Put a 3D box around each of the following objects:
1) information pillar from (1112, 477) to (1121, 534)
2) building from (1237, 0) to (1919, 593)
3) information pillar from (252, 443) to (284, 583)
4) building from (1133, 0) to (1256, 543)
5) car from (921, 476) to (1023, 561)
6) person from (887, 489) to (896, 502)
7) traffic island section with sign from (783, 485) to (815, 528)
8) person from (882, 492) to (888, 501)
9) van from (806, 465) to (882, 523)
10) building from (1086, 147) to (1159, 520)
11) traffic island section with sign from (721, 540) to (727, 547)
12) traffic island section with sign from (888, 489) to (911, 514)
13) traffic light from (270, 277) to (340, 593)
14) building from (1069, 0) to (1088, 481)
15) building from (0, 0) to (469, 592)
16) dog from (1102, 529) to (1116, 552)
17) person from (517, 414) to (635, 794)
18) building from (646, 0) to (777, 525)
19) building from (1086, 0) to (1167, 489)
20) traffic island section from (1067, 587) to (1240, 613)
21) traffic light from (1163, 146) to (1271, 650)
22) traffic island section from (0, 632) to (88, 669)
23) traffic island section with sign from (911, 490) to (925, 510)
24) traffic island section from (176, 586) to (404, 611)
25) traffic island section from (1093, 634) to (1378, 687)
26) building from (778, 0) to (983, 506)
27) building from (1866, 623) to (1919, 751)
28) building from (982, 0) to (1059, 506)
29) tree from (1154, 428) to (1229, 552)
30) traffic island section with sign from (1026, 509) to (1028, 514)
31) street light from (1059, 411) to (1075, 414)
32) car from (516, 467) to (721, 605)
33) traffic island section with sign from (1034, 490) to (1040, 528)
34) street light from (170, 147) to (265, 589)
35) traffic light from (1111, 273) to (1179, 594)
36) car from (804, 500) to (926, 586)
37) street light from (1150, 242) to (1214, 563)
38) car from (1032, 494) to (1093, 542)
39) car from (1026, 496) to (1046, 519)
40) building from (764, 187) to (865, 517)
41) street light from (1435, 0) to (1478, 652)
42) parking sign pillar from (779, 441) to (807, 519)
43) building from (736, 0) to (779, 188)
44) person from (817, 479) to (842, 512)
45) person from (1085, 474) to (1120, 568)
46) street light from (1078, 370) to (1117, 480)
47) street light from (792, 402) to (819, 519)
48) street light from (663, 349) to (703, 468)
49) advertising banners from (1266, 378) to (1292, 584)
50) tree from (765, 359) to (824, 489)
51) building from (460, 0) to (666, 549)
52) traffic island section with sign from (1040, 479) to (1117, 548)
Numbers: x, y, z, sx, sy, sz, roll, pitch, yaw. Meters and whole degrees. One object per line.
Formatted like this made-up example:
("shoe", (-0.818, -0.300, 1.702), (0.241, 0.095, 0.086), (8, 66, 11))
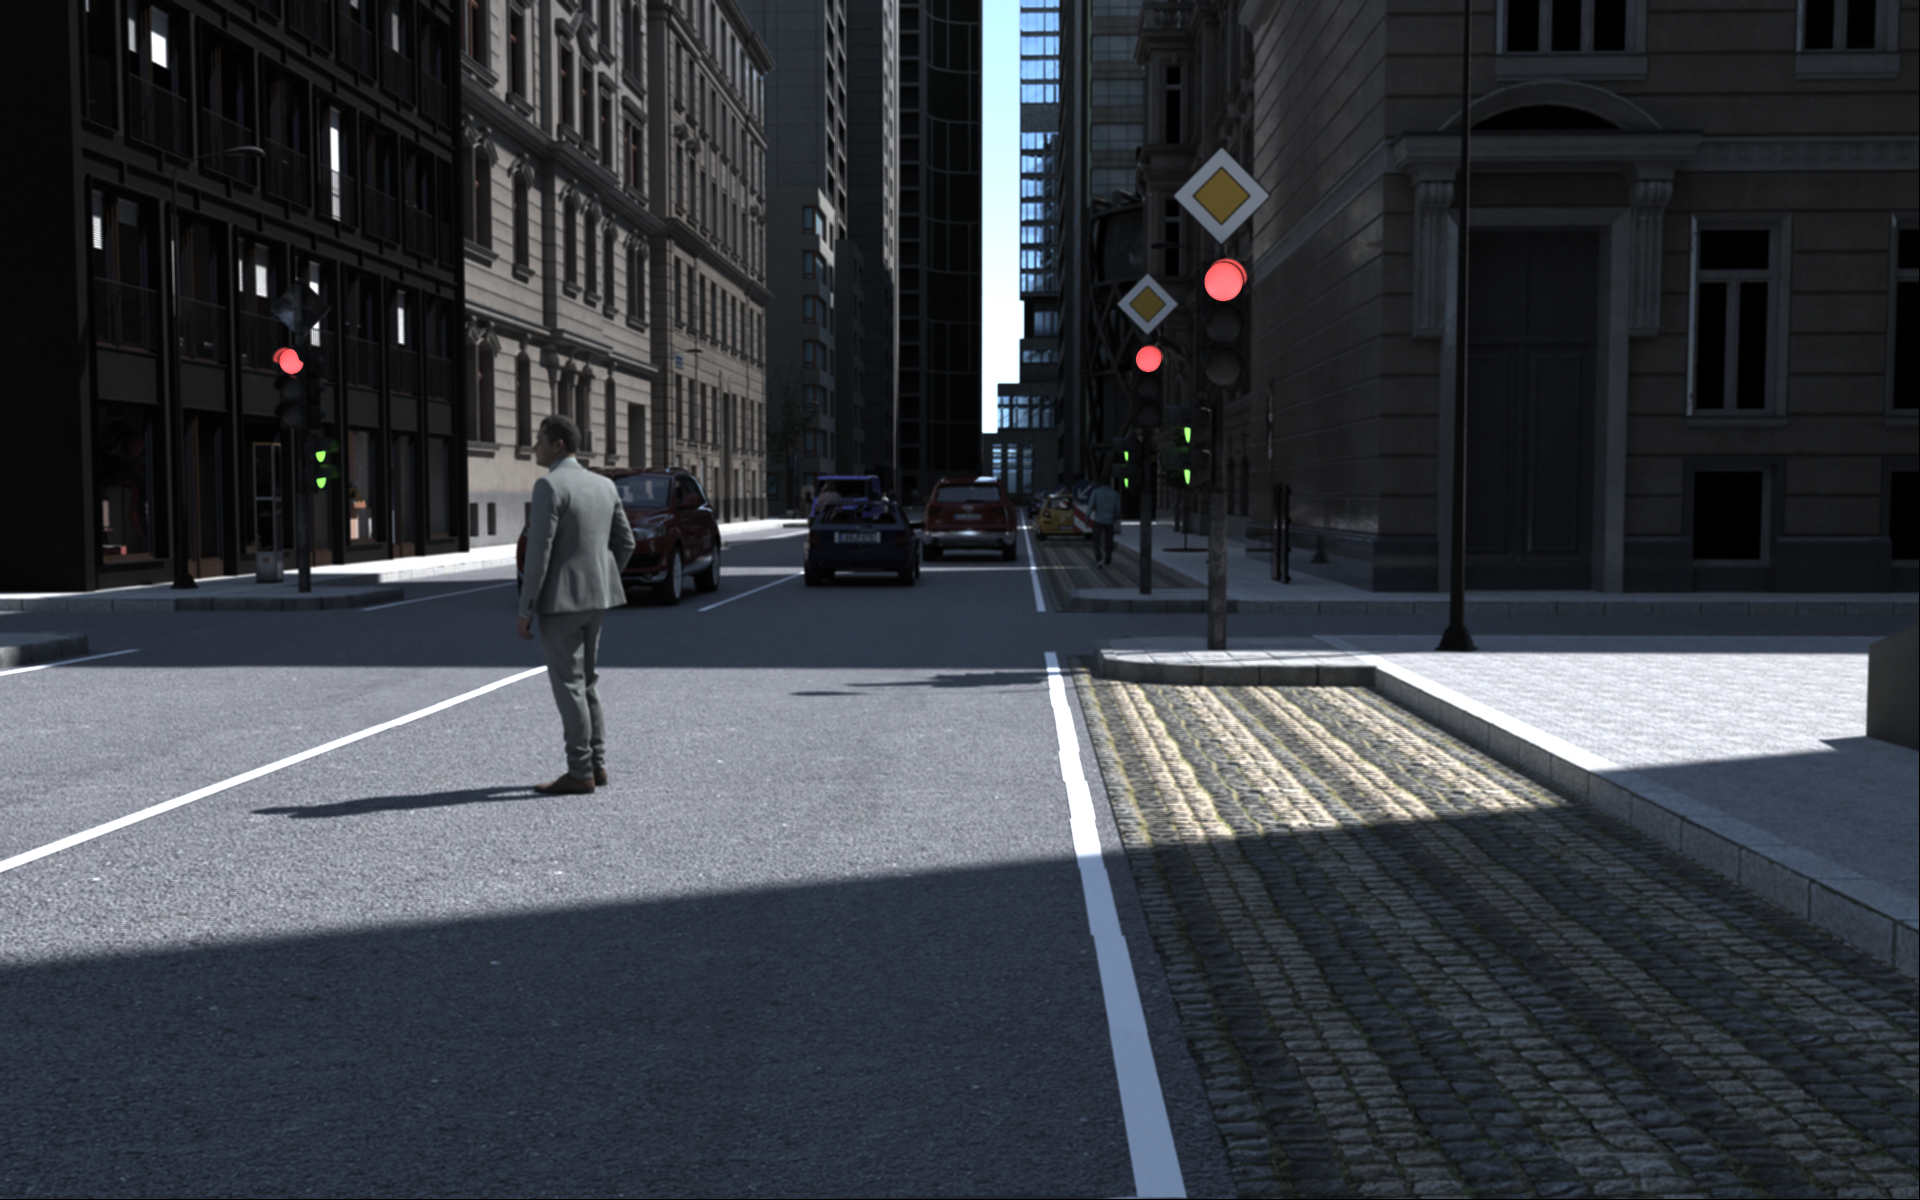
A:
("information pillar", (5.003, -3.117, 55.459), (0.304, 2.012, 0.304), (0, 4, 3))
("building", (15.313, -14.784, 27.631), (20.117, 28.700, 13.634), (0, 4, 2))
("information pillar", (-9.983, -1.254, 24.997), (0.304, 2.012, 0.304), (0, 4, -3))
("building", (13.004, -14.526, 56.591), (14.460, 24.649, 34.723), (0, 4, 2))
("car", (0.251, -1.827, 38.550), (2.281, 1.827, 5.304), (0, 4, 2))
("person", (-4.273, -5.986, 106.824), (0.568, 1.767, 0.683), (3, 4, 38))
("traffic island section with sign", (-6.516, -4.030, 74.510), (1.989, 1.847, 2.006), (0, 4, 2))
("person", (-3.541, -4.172, 79.316), (0.503, 1.515, 0.523), (-2, 4, -34))
("van", (-3.603, -3.115, 55.313), (2.240, 2.365, 5.245), (0, 4, 2))
("building", (14.847, -13.526, 88.597), (16.820, 18.784, 16.811), (0, 4, 2))
("traffic island section with sign", (-7.429, -2.360, 47.216), (1.989, 1.847, 2.006), (0, 4, 2))
("traffic island section with sign", (-4.815, -7.126, 125.142), (1.989, 1.847, 2.006), (0, 4, 2))
("traffic light", (-8.539, -2.054, 22.501), (0.839, 4.253, 0.868), (0, 4, 2))
("building", (15.109, -28.811, 121.170), (14.600, 45.320, 14.200), (0, 4, 2))
("building", (-17.280, -12.250, 29.971), (12.332, 23.373, 15.834), (0, 4, 2))
("dog", (3.608, -1.605, 43.083), (0.513, 0.831, 0.800), (2, 4, 33))
("person", (-1.863, 0.016, 8.338), (0.391, 1.810, 0.635), (1, 4, 19))
("building", (-15.696, -16.937, 74.180), (12.463, 27.353, 25.104), (0, 4, 2))
("building", (14.790, -25.875, 106.649), (14.154, 41.232, 14.086), (0, 4, 2))
("traffic island section", (2.406, 0.001, 22.266), (2.009, 0.180, 2.903), (0, 4, 2))
("traffic light", (2.099, -1.544, 14.173), (0.839, 4.253, 0.868), (0, 4, 2))
("traffic island section", (-8.846, 0.466, 14.657), (2.009, 0.180, 2.903), (0, 4, 2))
("traffic island section with sign", (-3.912, -8.781, 152.192), (1.989, 1.847, 2.006), (0, 4, 2))
("traffic island section", (-8.579, -0.022, 22.637), (2.009, 0.180, 2.903), (0, 4, 2))
("traffic island section", (2.139, 0.489, 14.286), (2.009, 0.180, 2.903), (0, 4, 2))
("building", (-7.943, -46.021, 190.692), (20.611, 71.187, 20.563), (0, 4, 2))
("building", (20.668, -18.875, 0.492), (32.217, 40.220, 23.993), (0, 4, 2))
("building", (18.216, -53.673, 190.232), (31.000, 86.520, 22.319), (0, 4, 2))
("tree", (5.209, -2.710, 38.910), (1.663, 3.219, 1.824), (0, 3, 0))
("traffic island section with sign", (5.823, -7.054, 123.964), (1.989, 1.847, 2.006), (0, 4, 2))
("street light", (6.233, -7.625, 97.213), (1.470, 5.913, 1.316), (0, 4, 2))
("car", (-4.610, -0.937, 23.986), (2.281, 1.827, 5.304), (0, 4, 1))
("traffic island section with sign", (4.139, -3.993, 73.912), (1.989, 1.847, 2.006), (0, 4, 2))
("street light", (-10.008, -3.108, 23.355), (1.470, 5.913, 1.316), (0, 4, 2))
("traffic light", (2.366, -2.033, 22.154), (0.839, 4.253, 0.868), (0, 4, 2))
("car", (-1.550, -0.964, 28.336), (1.945, 1.354, 3.894), (0, 4, 1))
("street light", (4.200, -3.638, 32.027), (1.470, 5.913, 1.316), (0, 4, 2))
("car", (3.230, -2.628, 53.197), (2.015, 1.641, 3.980), (0, 4, 0))
("car", (4.808, -5.390, 100.706), (1.945, 1.354, 3.894), (0, 4, 1))
("building", (-21.299, -16.372, 112.730), (27.650, 21.520, 28.899), (0, 4, 2))
("street light", (3.549, -2.543, 14.112), (1.470, 5.913, 1.316), (0, 4, 2))
("parking sign pillar", (-8.613, -6.153, 89.080), (1.447, 3.967, 1.447), (0, 4, 5))
("building", (-16.498, -44.220, 161.241), (20.611, 71.187, 20.563), (0, 4, 2))
("person", (-2.617, -1.642, 35.944), (0.593, 1.750, 0.643), (-2, 4, -28))
("person", (2.758, -1.519, 33.349), (0.660, 1.820, 0.620), (-1, 4, -10))
("street light", (5.272, -5.642, 64.792), (1.470, 5.913, 1.316), (0, 4, 2))
("street light", (-7.829, -7.033, 87.533), (1.470, 5.913, 1.316), (0, 4, 2))
("street light", (-8.900, -5.070, 55.443), (1.470, 5.913, 1.316), (0, 4, 2))
("advertising banners", (4.694, -1.798, 25.581), (0.090, 3.025, 2.074), (0, 4, 2))
("tree", (-9.404, -8.697, 92.562), (4.360, 8.622, 3.978), (0, 3, 0))
("building", (-17.398, -16.048, 49.779), (14.401, 28.519, 23.554), (0, 4, 2))
("traffic island section with sign", (3.245, -2.345, 46.972), (1.989, 1.847, 2.006), (0, 4, 2))
